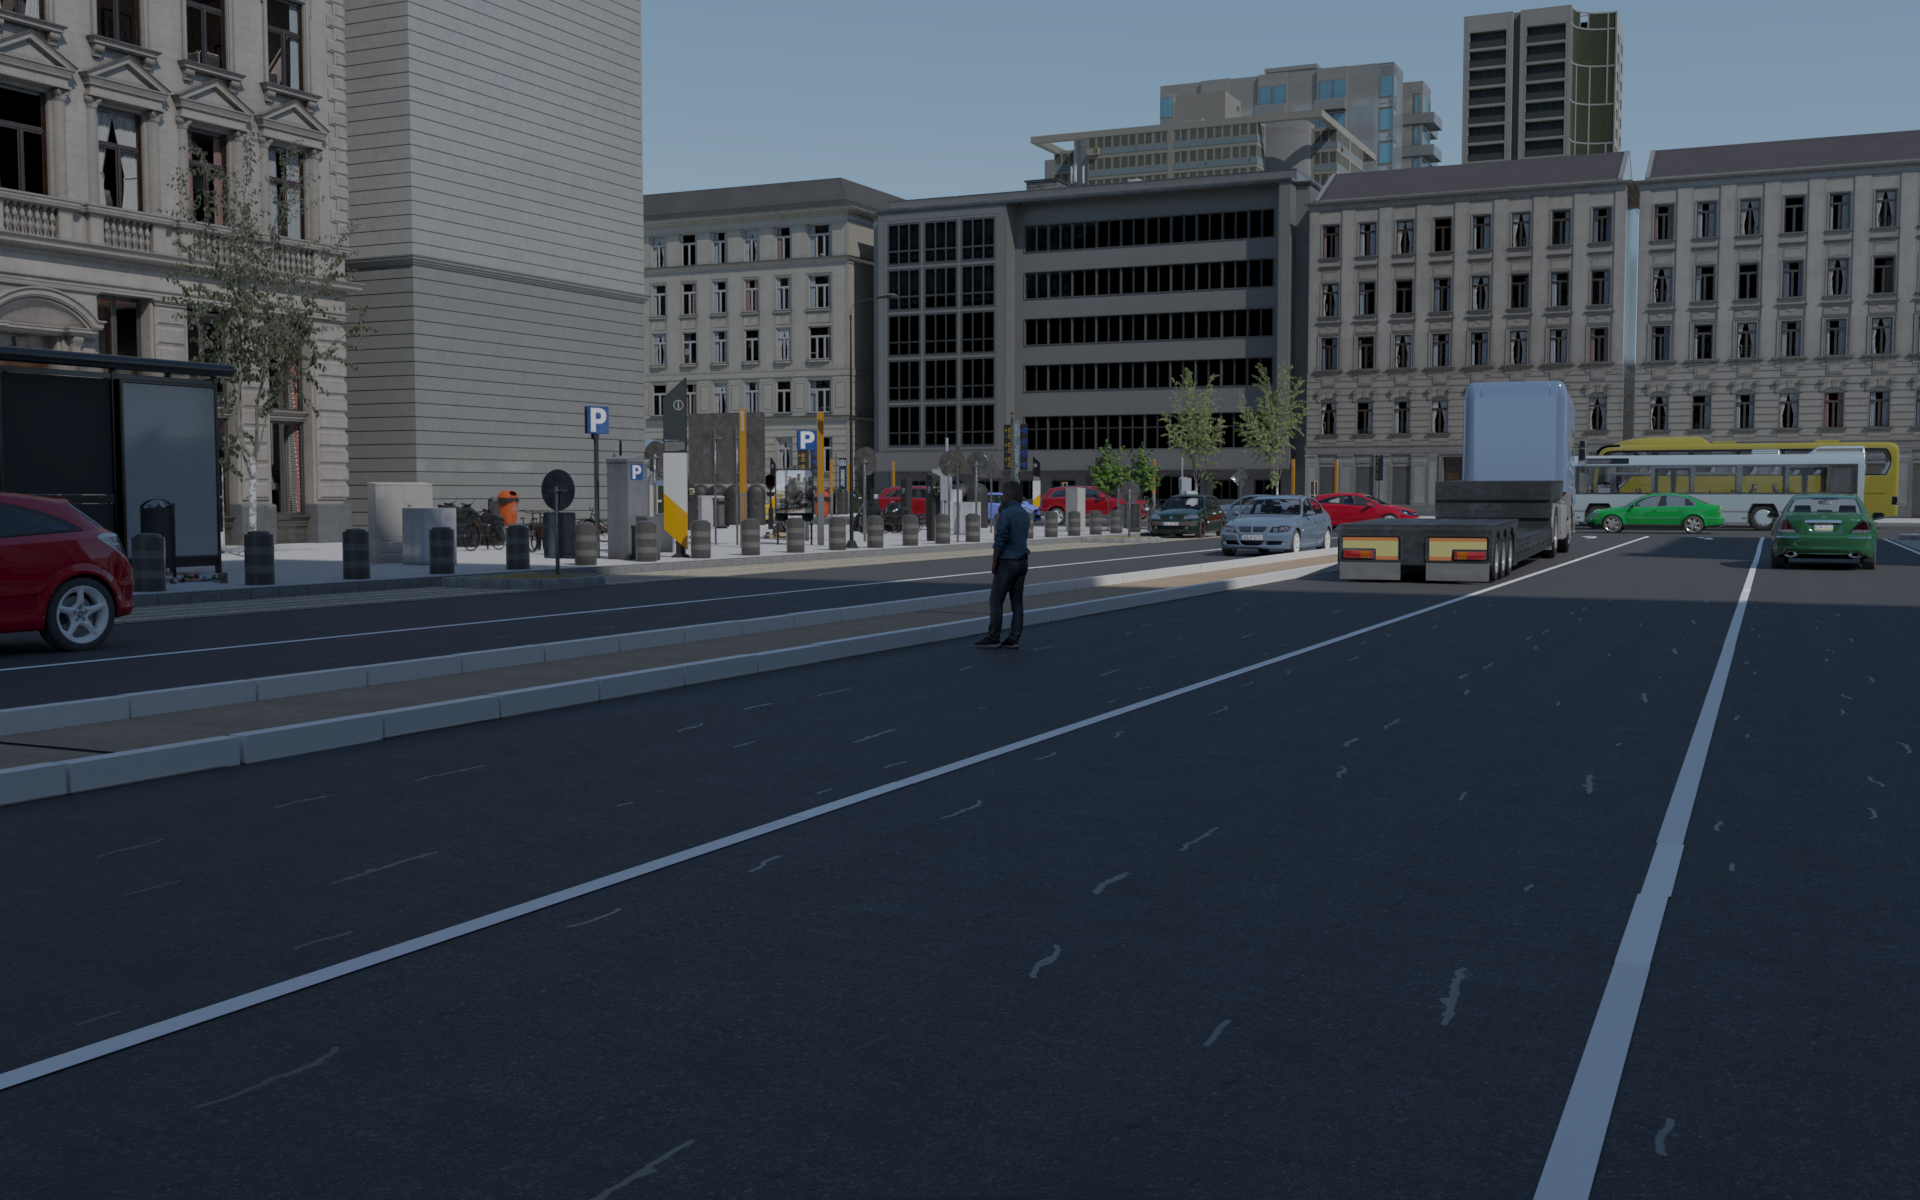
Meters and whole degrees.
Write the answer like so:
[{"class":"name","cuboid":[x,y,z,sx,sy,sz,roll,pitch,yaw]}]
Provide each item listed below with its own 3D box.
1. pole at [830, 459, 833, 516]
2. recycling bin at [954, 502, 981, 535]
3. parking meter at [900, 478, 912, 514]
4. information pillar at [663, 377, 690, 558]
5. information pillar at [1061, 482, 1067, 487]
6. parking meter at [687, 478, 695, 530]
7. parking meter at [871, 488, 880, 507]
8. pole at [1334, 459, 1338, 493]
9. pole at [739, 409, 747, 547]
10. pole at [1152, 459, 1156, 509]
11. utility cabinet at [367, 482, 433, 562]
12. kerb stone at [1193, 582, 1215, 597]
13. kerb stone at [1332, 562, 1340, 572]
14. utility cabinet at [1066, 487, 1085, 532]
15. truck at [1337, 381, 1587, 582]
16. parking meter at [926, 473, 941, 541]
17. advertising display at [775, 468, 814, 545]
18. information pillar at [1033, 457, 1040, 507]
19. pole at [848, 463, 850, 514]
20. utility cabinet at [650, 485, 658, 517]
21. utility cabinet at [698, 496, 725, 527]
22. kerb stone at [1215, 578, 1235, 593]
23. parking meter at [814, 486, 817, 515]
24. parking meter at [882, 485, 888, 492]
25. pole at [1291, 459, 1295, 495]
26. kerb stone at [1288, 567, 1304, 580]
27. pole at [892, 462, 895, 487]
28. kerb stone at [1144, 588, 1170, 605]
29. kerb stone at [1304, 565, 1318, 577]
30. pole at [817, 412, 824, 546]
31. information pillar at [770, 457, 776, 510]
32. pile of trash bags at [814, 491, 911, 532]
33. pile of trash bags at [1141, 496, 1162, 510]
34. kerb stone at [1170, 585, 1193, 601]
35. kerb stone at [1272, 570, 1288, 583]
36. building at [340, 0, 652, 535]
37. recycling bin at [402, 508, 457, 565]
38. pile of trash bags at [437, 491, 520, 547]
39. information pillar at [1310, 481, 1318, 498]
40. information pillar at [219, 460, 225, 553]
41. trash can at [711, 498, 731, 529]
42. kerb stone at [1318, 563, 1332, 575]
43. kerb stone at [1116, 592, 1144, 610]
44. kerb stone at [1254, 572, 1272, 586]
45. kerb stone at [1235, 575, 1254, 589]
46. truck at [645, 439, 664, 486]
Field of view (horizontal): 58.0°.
[{"class":"pole","cuboid":[-7.532,-6.576,101.357,0.158,3.312,0.155,0,3,0]},{"class":"recycling bin","cuboid":[0.230,-2.578,54.708,0.722,1.027,0.722,1,4,15]},{"class":"parking meter","cuboid":[-1.911,-3.414,61.538,0.255,1.863,0.399,-3,5,-40]},{"class":"information pillar","cuboid":[-5.720,-2.663,34.891,0.504,3.616,0.183,0,4,8]},{"class":"information pillar","cuboid":[6.546,-6.384,108.874,0.304,2.012,0.304,-1,4,-17]},{"class":"parking meter","cuboid":[-9.531,-3.392,61.175,0.255,1.863,0.399,-2,4,-31]},{"class":"parking meter","cuboid":[-3.420,-3.761,69.908,0.372,1.533,0.369,0,3,0]},{"class":"pole","cuboid":[21.900,-6.544,100.832,0.158,3.312,0.155,0,3,0]},{"class":"pole","cuboid":[-5.213,-2.924,41.653,0.158,3.312,0.155,0,3,0]},{"class":"pole","cuboid":[11.278,-6.543,100.813,0.158,3.312,0.155,0,3,0]},{"class":"utility cabinet","cuboid":[-10.476,-1.455,32.468,0.318,1.500,1.173,3,5,43]},{"class":"kerb stone","cuboid":[3.382,-0.145,24.570,0.120,0.150,1.000,2,4,25]},{"class":"kerb stone","cuboid":[6.891,-0.600,32.035,0.120,0.150,1.000,2,4,25]},{"class":"utility cabinet","cuboid":[3.921,-3.057,58.666,0.318,1.500,1.173,-1,4,-16]},{"class":"truck","cuboid":[10.963,-2.839,36.175,2.967,4.110,18.799,2,4,23]},{"class":"parking meter","cuboid":[-0.720,-2.532,47.114,0.255,1.863,0.399,-2,4,-30]},{"class":"advertising display","cuboid":[-4.183,-2.356,43.735,0.974,1.923,0.123,0,4,-3]},{"class":"information pillar","cuboid":[4.731,-7.100,107.447,0.504,3.616,0.183,-1,4,-15]},{"class":"pole","cuboid":[-7.260,-7.307,113.318,0.158,3.312,0.155,0,3,0]},{"class":"utility cabinet","cuboid":[-7.900,-2.090,42.848,0.318,1.500,1.173,1,4,19]},{"class":"utility cabinet","cuboid":[-9.569,-3.395,66.676,1.020,1.237,0.306,-3,4,-39]},{"class":"kerb stone","cuboid":[3.818,-0.198,25.510,0.120,0.150,1.000,2,4,25]},{"class":"parking meter","cuboid":[-8.989,-6.162,106.453,0.399,1.863,0.255,0,4,-6]},{"class":"parking meter","cuboid":[-4.646,-6.226,107.512,0.255,1.863,0.399,1,4,19]},{"class":"pole","cuboid":[19.421,-6.554,101.006,0.158,3.312,0.155,0,3,0]},{"class":"kerb stone","cuboid":[5.579,-0.429,29.242,0.120,0.150,1.000,2,4,25]},{"class":"pole","cuboid":[-4.199,-7.040,108.946,0.158,3.312,0.155,0,3,0]},{"class":"kerb stone","cuboid":[2.501,-0.031,22.703,0.120,0.150,1.000,2,4,25]},{"class":"kerb stone","cuboid":[6.015,-0.488,30.170,0.120,0.150,1.000,2,4,25]},{"class":"pole","cuboid":[-3.477,-3.016,43.154,0.158,3.312,0.155,0,3,0]},{"class":"information pillar","cuboid":[-11.933,-7.287,110.490,0.183,3.616,0.504,2,4,33]},{"class":"pile of trash bags","cuboid":[-3.342,-3.045,59.532,3.447,1.369,1.912,0,4,-1]},{"class":"pile of trash bags","cuboid":[10.890,-5.763,103.974,1.912,1.369,3.447,2,4,33]},{"class":"kerb stone","cuboid":[2.939,-0.089,23.645,0.120,0.150,1.000,2,4,25]},{"class":"kerb stone","cuboid":[5.137,-0.374,28.316,0.120,0.150,1.000,2,4,25]},{"class":"building","cuboid":[-26.192,-17.218,59.002,29.804,29.767,11.434,2,4,25]},{"class":"recycling bin","cuboid":[-9.684,-1.166,31.616,0.722,1.027,0.722,3,5,42]},{"class":"pile of trash bags","cuboid":[-12.102,-2.046,43.208,1.912,1.369,3.447,1,4,19]},{"class":"information pillar","cuboid":[19.884,-5.681,97.374,0.304,2.012,0.304,3,5,44]},{"class":"information pillar","cuboid":[-16.219,-2.032,37.723,0.304,2.012,0.304,-3,4,-36]},{"class":"trash can","cuboid":[-8.898,-3.234,64.535,0.748,1.137,0.748,0,3,0]},{"class":"kerb stone","cuboid":[6.454,-0.544,31.097,0.120,0.150,1.000,2,4,25]},{"class":"kerb stone","cuboid":[2.059,0.026,21.777,0.120,0.150,1.000,2,4,25]},{"class":"kerb stone","cuboid":[4.703,-0.315,27.381,0.120,0.150,1.000,2,4,25]},{"class":"kerb stone","cuboid":[4.263,-0.260,26.453,0.120,0.150,1.000,2,4,25]},{"class":"truck","cuboid":[-21.366,-5.616,81.580,18.799,4.110,2.967,2,4,24]}]
